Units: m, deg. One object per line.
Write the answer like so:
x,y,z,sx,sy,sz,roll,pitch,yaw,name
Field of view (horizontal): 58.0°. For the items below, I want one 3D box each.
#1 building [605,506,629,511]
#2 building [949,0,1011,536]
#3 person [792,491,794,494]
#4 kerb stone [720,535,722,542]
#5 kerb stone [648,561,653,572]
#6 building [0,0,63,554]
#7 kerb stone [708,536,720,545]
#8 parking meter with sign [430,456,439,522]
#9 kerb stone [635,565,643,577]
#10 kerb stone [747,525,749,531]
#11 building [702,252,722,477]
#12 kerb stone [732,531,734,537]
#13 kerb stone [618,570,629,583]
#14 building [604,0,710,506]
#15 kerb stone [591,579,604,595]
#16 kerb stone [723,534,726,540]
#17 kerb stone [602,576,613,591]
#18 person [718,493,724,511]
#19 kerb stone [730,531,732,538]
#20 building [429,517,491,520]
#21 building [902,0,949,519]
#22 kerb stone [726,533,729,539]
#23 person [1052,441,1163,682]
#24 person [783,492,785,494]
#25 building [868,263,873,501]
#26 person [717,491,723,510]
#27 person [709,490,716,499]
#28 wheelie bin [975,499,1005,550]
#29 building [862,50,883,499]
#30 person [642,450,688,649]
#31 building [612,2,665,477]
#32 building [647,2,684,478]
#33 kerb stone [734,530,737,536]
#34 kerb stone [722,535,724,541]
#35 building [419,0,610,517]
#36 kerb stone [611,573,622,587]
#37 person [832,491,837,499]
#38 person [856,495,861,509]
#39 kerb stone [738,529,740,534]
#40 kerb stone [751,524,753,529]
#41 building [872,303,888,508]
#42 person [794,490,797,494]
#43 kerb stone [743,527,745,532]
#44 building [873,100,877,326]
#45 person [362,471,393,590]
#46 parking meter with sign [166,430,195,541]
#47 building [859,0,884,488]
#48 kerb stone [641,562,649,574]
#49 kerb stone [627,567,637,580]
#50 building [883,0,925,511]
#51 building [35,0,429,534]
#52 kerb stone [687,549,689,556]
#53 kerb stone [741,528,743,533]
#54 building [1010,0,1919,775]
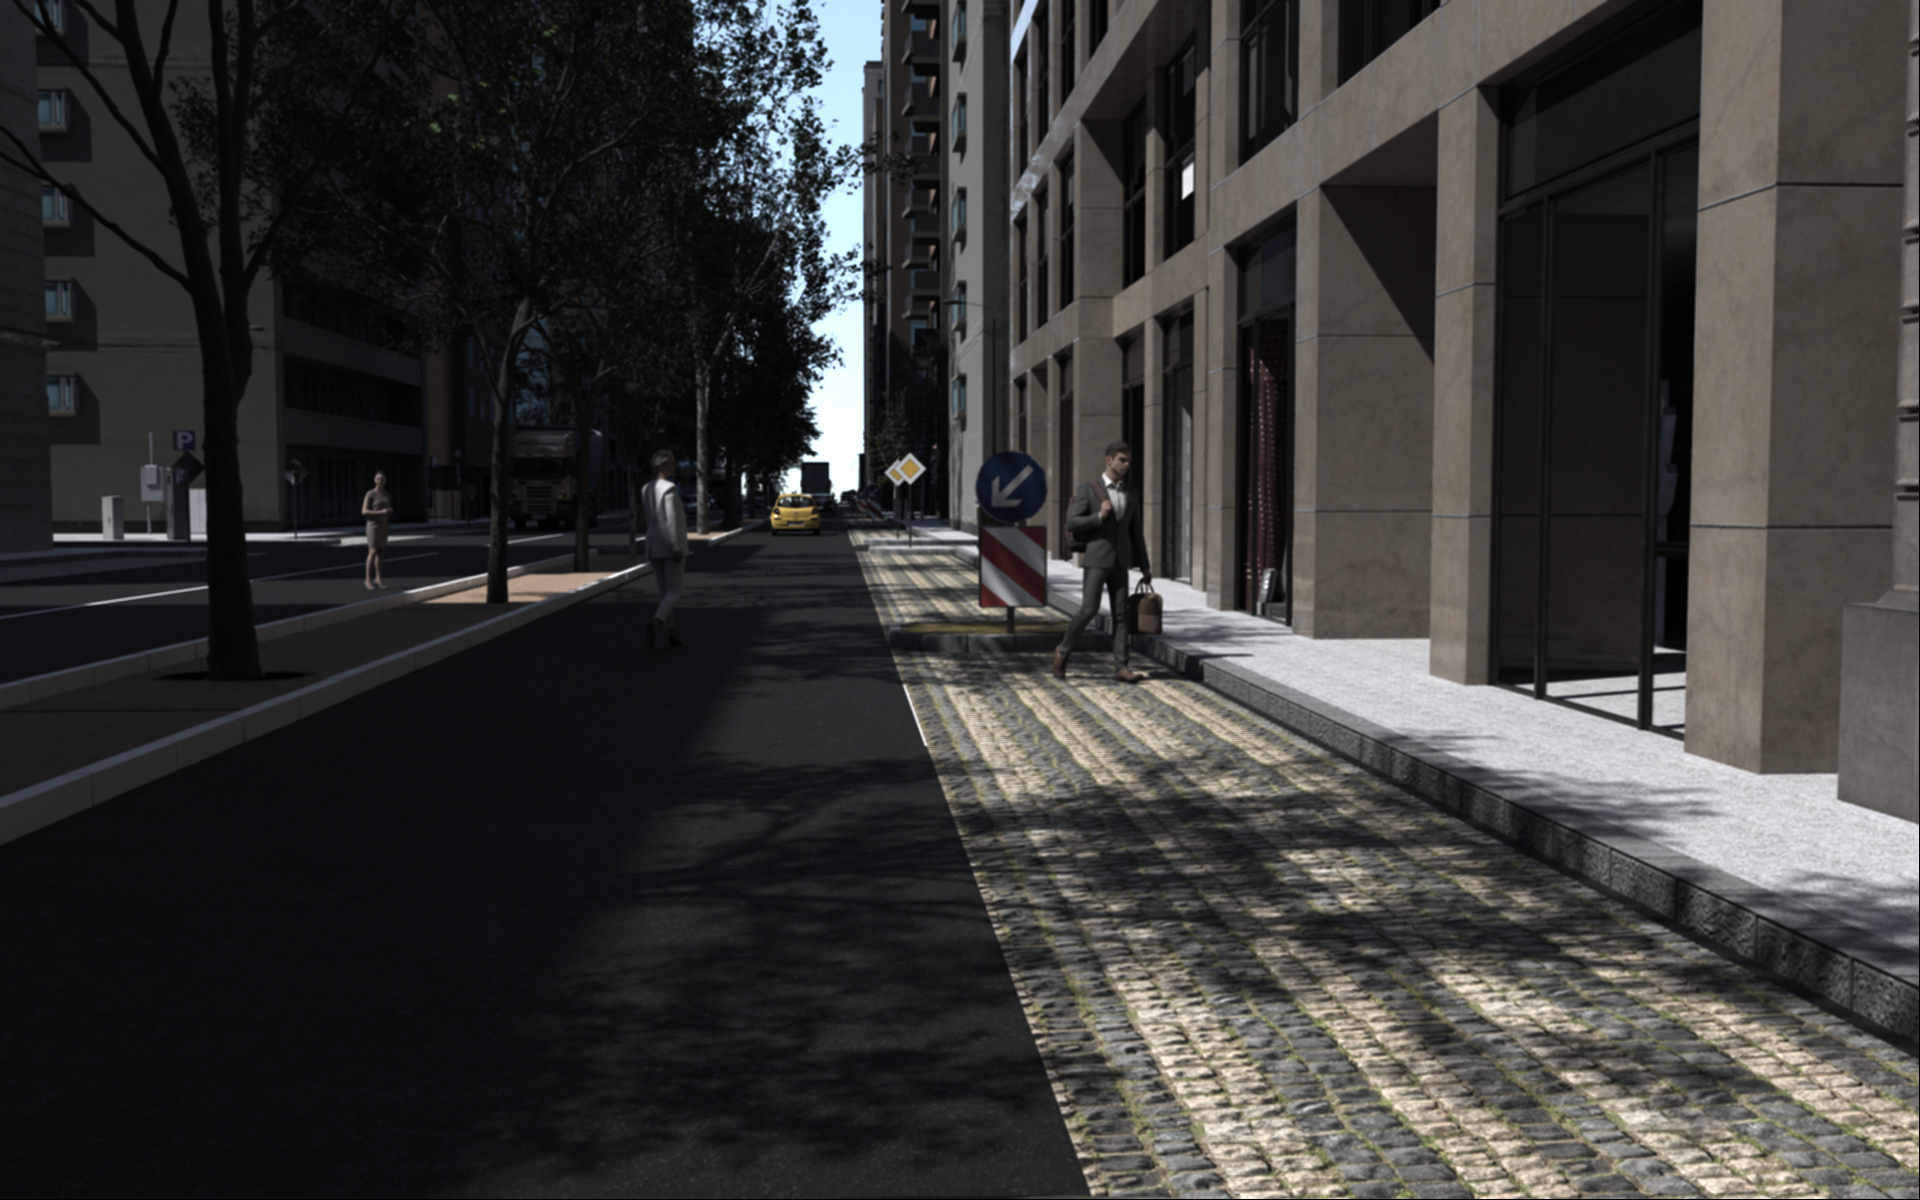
-39.133,-43.678,152.386,20.563,71.187,20.611,0,4,-4,building
10.365,-26.710,60.417,21.600,48.544,21.300,0,4,-4,building
-19.358,-11.640,199.531,0.721,1.743,1.217,3,5,39,person
-7.165,-1.756,50.908,0.120,0.150,1.000,0,4,-4,kerb stone
-5.783,-0.595,31.961,0.120,0.150,1.000,0,4,-4,kerb stone
-41.544,-15.468,29.318,44.131,29.872,17.030,0,4,-4,building
-7.086,-1.693,49.889,0.120,0.150,1.000,0,4,-4,kerb stone
-25.069,-5.142,80.336,1.738,3.016,0.543,1,4,18,parking meter with sign
-5.635,-0.470,29.920,0.120,0.150,1.000,0,4,-4,kerb stone
-8.274,-2.693,66.271,0.120,0.150,1.000,0,4,-4,kerb stone
-43.982,-37.583,264.584,14.600,45.320,14.200,0,4,-4,building
-7.606,-2.132,57.060,0.120,0.150,1.000,0,4,-4,kerb stone
-5.491,-0.347,27.872,0.120,0.150,1.000,0,4,-4,kerb stone
-45.956,-49.406,246.034,20.563,71.187,20.611,0,4,-4,building
-5.266,-0.160,24.810,0.120,0.150,1.000,0,4,-4,kerb stone
-7.313,-1.881,52.951,0.120,0.150,1.000,0,4,-4,kerb stone
-5.341,-0.221,25.829,0.120,0.150,1.000,0,4,-4,kerb stone
-19.065,-8.100,141.020,1.350,1.814,0.705,0,4,7,person
-7.533,-2.069,56.030,0.120,0.150,1.000,0,4,-4,kerb stone
-32.131,-27.028,92.025,14.600,45.320,14.200,0,4,-4,building
8.002,-27.135,98.289,22.147,44.769,28.867,0,4,-4,building
-7.376,-1.944,53.979,0.120,0.150,1.000,0,4,-4,kerb stone
1.115,-0.290,13.199,0.622,1.834,0.822,-3,4,-37,person
-19.919,-11.427,196.256,0.530,1.710,0.541,1,4,12,person
-4.539,-27.250,217.235,14.160,30.474,14.107,0,4,-4,building
-21.215,-8.801,153.313,0.541,1.710,0.530,-1,4,-21,person
-24.823,-10.071,172.797,0.705,1.869,1.348,2,4,26,person
0.709,-1.886,38.750,0.693,1.594,0.980,0,4,-7,wheelie bin
-2.770,-42.571,238.027,21.231,58.520,28.212,0,4,-4,building
-2.759,-0.466,15.996,0.514,1.842,0.818,1,4,23,person
-44.812,-35.943,176.905,28.713,52.752,27.495,0,4,-4,building
-44.997,-55.438,219.090,22.319,86.520,31.000,0,4,-4,building
-7.669,-2.195,58.084,0.120,0.150,1.000,0,4,-4,kerb stone
-7.233,-1.815,51.930,0.120,0.150,1.000,0,4,-4,kerb stone
-31.254,-28.391,114.305,14.600,45.320,14.200,0,4,-4,building
-5.407,-0.285,26.849,0.120,0.150,1.000,0,4,-4,kerb stone
-19.065,-15.435,260.877,0.705,1.823,1.348,3,5,44,person
-8.950,-8.845,153.667,0.990,1.755,0.434,-2,4,-28,person
-7.823,-2.316,60.135,0.120,0.150,1.000,0,4,-4,kerb stone
-8.490,-2.884,69.345,0.120,0.150,1.000,0,4,-4,kerb stone
5.430,-20.008,172.174,27.650,21.520,28.899,0,4,-4,building
-17.408,-10.770,184.456,0.599,1.838,0.709,0,4,-1,person
-8.042,-2.505,63.203,0.120,0.150,1.000,0,4,-4,kerb stone
-2.578,-33.190,192.760,14.600,45.320,14.200,0,4,-4,building
-8.749,-1.054,26.074,0.374,1.781,0.599,2,4,28,person
-21.771,-3.179,48.237,0.543,3.016,1.738,-3,4,-37,parking meter with sign
-4.388,-58.391,267.359,22.319,86.520,31.000,0,4,-4,building
-5.709,-0.535,30.940,0.120,0.150,1.000,0,4,-4,kerb stone
-5.556,-0.408,28.901,0.120,0.150,1.000,0,4,-4,kerb stone
0.542,-30.529,149.259,14.600,45.320,14.200,0,4,-4,building
-33.606,-26.975,64.742,21.300,48.544,21.600,0,4,-4,building
-6.380,-1.094,40.144,0.120,0.150,1.000,0,4,-4,kerb stone
-7.977,-2.440,62.183,0.120,0.150,1.000,0,4,-4,kerb stone
11.999,-13.469,24.726,19.350,26.468,34.151,0,4,-4,building
